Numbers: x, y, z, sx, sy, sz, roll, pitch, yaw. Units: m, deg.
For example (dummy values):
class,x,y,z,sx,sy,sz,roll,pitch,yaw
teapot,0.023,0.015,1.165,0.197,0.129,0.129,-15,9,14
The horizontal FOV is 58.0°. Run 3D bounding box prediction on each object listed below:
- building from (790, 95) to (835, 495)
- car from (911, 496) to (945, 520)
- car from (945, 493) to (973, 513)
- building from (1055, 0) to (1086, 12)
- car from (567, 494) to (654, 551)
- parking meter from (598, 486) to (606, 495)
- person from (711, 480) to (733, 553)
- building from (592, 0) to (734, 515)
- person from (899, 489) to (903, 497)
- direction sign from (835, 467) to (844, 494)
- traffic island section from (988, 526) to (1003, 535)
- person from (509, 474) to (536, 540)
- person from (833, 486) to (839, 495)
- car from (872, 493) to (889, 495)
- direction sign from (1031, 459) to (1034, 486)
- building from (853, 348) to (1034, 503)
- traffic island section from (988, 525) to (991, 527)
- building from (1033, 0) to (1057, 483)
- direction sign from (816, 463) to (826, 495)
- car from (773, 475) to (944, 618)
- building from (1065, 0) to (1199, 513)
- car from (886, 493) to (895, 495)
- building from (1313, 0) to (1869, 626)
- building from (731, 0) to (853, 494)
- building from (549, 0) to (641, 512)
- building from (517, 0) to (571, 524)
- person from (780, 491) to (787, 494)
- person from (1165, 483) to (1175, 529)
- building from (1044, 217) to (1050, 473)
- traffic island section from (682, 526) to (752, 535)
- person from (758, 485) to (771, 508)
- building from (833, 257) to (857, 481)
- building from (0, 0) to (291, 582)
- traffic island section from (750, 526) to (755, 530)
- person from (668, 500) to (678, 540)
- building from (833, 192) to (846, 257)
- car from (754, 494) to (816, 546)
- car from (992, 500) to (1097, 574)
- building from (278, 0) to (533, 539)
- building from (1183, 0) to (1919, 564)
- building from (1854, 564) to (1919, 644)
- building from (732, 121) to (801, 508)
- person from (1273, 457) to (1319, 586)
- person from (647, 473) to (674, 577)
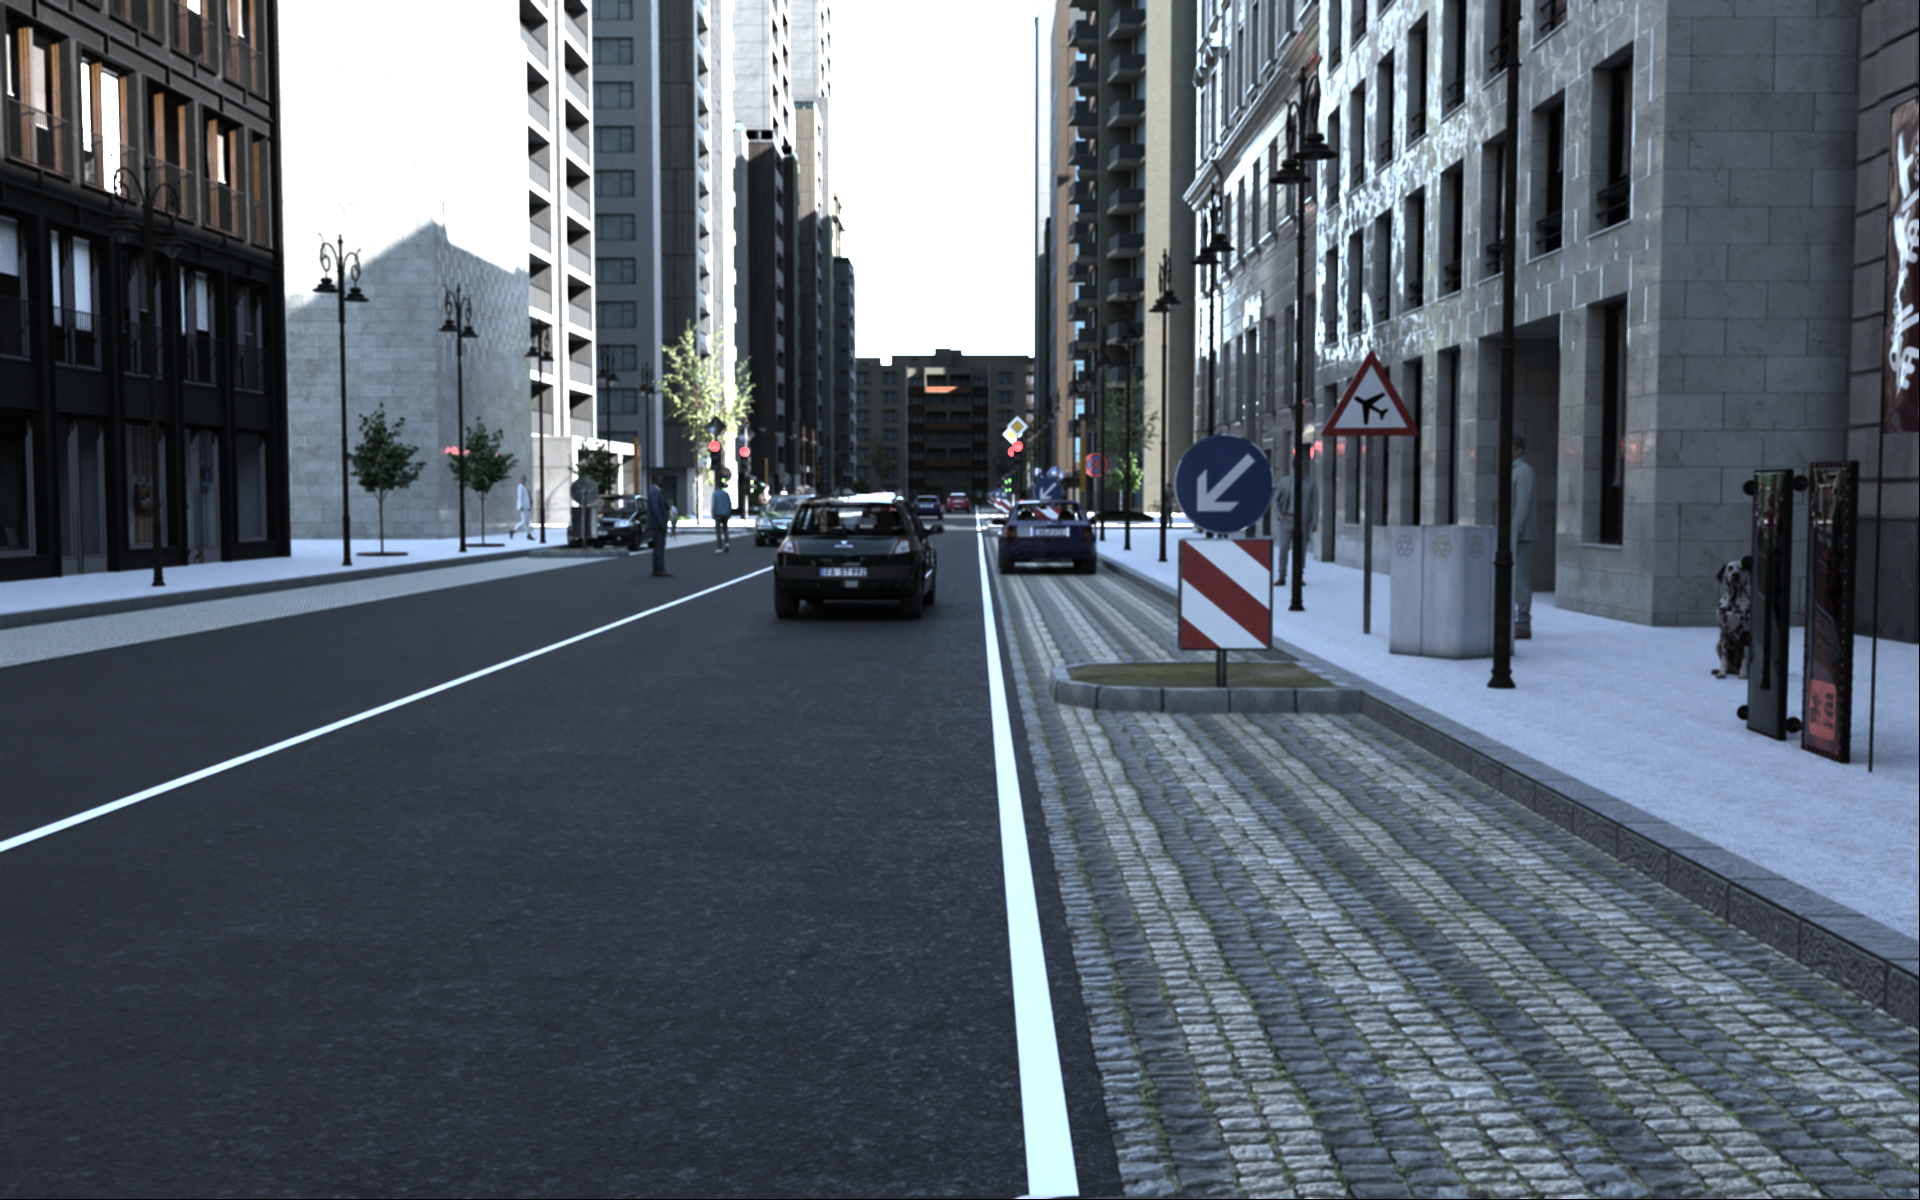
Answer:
class,x,y,z,sx,sy,sz,roll,pitch,yaw
building,-20.161,-29.948,173.243,14.154,41.232,14.086,0,4,1
car,-1.803,-5.156,96.883,1.945,1.354,3.894,0,4,1
car,-0.108,-7.640,133.957,2.155,1.783,4.494,0,4,2
building,15.184,-30.787,153.484,14.600,45.320,14.200,0,4,1
car,-8.836,-2.110,44.293,2.009,1.686,4.222,0,4,1
parking meter,-10.660,-2.622,51.274,0.372,1.533,0.369,0,3,0
person,-5.815,-2.045,42.277,0.601,1.785,0.444,-2,4,-28
building,-21.921,-25.920,107.388,14.154,41.232,14.086,0,4,1
person,-4.320,-7.133,125.312,0.728,1.800,0.709,3,4,36
direction sign,-10.035,-9.298,144.020,0.876,3.537,0.379,-3,4,-37
traffic island section,2.074,-2.440,62.170,2.009,0.180,2.903,0,4,1
person,-12.158,-2.574,48.005,0.818,1.842,0.514,-2,4,-30
person,-6.350,-4.900,88.637,0.654,1.822,0.581,-2,4,-24
car,-5.039,-6.000,107.143,2.155,1.783,4.494,0,4,2
direction sign,4.620,-7.337,111.956,0.379,3.537,0.876,-1,4,-13
building,-1.515,-24.471,245.137,28.899,21.520,27.650,0,4,1
traffic island section,2.144,-2.928,70.155,2.009,0.180,2.903,0,4,1
building,19.158,-40.411,202.725,21.231,58.520,28.212,0,4,1
direction sign,-10.061,-8.177,125.690,0.876,3.537,0.379,-3,4,-39
car,-1.225,-0.711,21.411,2.009,1.686,4.222,0,4,2
building,19.352,-28.999,128.760,22.147,44.769,28.867,0,4,1
car,-4.909,-6.437,114.832,1.945,1.707,3.694,0,4,-1
building,11.954,-10.380,24.463,10.420,20.320,16.860,0,4,1
building,-22.439,-46.030,190.843,20.563,71.187,20.611,0,4,1
building,-23.654,-43.820,154.706,20.563,71.187,20.611,0,4,1
building,-26.382,-39.325,81.211,20.563,71.187,20.611,0,4,1
person,-12.094,-6.762,117.275,0.731,1.740,0.598,-3,4,-38
person,7.854,-3.526,65.960,0.447,1.846,0.655,3,5,44
building,15.784,-25.125,182.489,14.160,30.474,14.107,0,4,1
traffic island section,-8.767,-2.446,62.270,2.009,0.180,2.903,0,4,1
person,-8.386,-4.038,74.485,0.822,1.834,0.622,-2,4,-29
building,-19.828,-26.910,211.677,14.107,30.474,14.160,0,4,1
building,-19.947,-12.068,26.986,12.332,23.373,15.834,0,4,1
traffic island section,-8.697,-2.934,70.254,2.009,0.180,2.903,0,4,1
person,-8.840,-2.455,53.318,0.352,1.250,0.332,1,4,16
building,-30.812,-35.934,242.148,28.867,44.769,22.147,0,4,1
car,-4.733,-2.300,49.402,2.131,1.459,4.920,0,4,1
car,1.579,-1.197,32.150,1.945,1.354,3.894,0,4,0
building,-23.150,-12.181,53.904,16.860,20.320,10.420,0,4,1
building,13.362,-15.163,45.180,12.463,27.353,25.104,0,4,1
building,13.691,-12.595,3.195,12.463,27.353,25.104,0,4,1
building,-20.403,-22.374,137.521,14.160,30.474,14.107,0,4,1
person,4.712,-1.112,24.323,0.635,1.810,0.391,0,4,2
person,-5.274,-1.321,30.282,0.419,1.800,0.721,-1,4,-17
